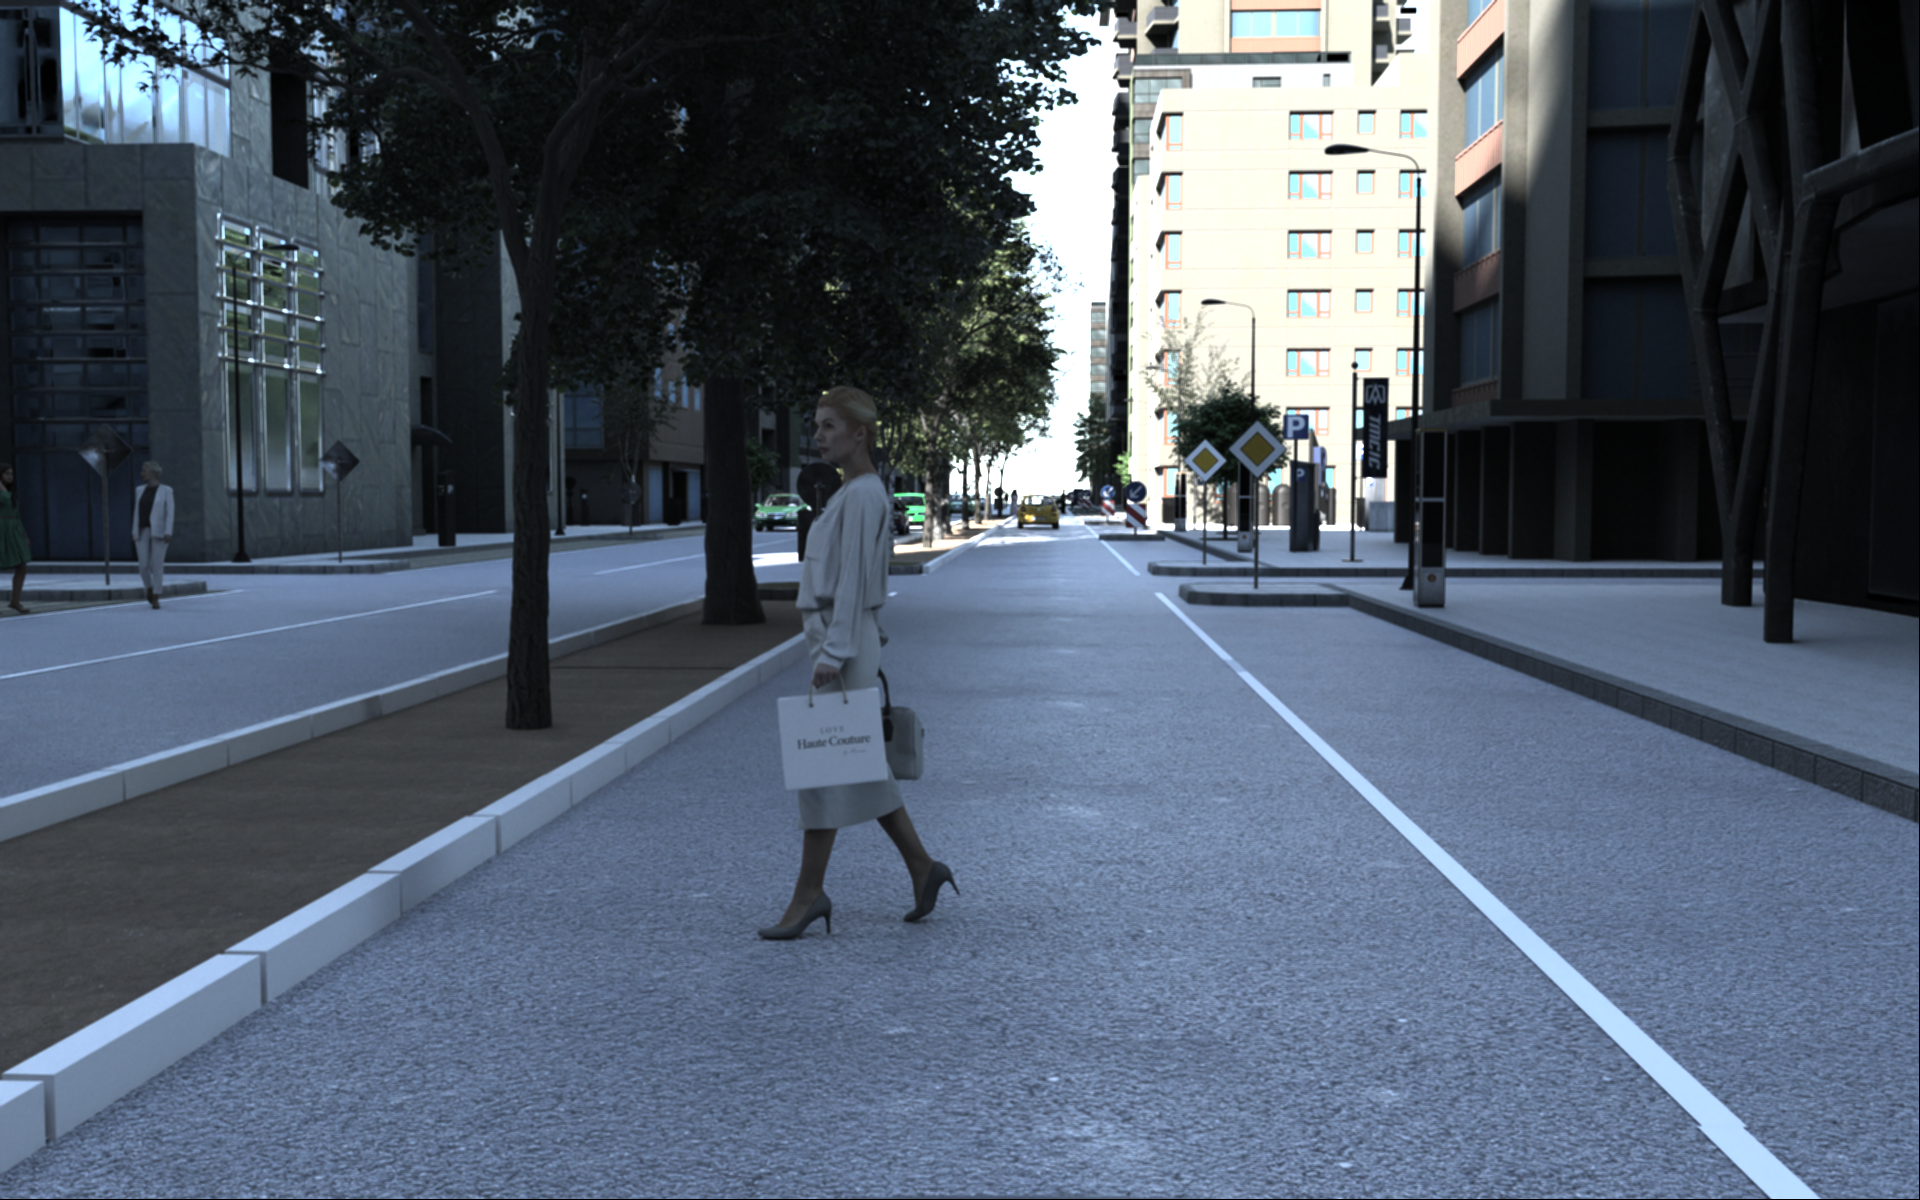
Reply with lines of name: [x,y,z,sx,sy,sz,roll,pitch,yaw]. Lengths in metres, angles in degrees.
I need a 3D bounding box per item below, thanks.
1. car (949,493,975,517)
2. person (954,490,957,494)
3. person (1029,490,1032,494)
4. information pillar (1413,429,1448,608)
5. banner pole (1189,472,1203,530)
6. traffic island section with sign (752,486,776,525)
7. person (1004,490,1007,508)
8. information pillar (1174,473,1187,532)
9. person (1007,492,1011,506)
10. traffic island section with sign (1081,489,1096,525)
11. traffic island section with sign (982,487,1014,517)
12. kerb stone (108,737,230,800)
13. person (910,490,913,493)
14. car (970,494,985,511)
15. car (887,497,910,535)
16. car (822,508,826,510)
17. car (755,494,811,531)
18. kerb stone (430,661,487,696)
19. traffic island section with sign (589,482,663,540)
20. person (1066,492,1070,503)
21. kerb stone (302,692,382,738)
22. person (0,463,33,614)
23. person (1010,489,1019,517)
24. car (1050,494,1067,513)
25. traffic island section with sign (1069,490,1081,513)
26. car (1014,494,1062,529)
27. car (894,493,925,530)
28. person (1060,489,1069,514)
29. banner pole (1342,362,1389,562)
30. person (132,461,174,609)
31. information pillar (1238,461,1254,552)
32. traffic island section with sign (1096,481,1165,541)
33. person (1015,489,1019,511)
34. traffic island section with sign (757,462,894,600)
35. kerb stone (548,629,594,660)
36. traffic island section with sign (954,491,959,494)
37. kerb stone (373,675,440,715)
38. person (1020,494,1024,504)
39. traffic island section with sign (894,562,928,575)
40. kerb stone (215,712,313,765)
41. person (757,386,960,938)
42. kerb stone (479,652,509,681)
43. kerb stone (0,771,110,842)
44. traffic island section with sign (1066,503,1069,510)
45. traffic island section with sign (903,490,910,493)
car: [-0.018,-6.215,110.403,1.959,1.807,4.718,0,4,3]
person: [-0.332,-9.278,160.328,0.705,1.807,1.348,3,5,42]
person: [6.702,-9.626,165.964,0.705,1.814,1.350,-3,5,-44]
information pillar: [5.329,-0.926,19.626,0.304,2.012,0.304,0,4,4]
banner pole: [8.490,-4.388,61.757,0.401,3.779,0.863,-1,4,-20]
traffic island section with sign: [-8.983,-4.458,81.516,1.989,1.847,2.006,0,4,3]
person: [4.528,-10.140,174.309,0.705,1.822,1.348,0,4,-2]
information pillar: [7.538,-3.347,59.212,0.304,2.012,0.304,-2,4,-32]
person: [5.659,-12.112,207.360,0.721,1.723,1.217,3,5,42]
traffic island section with sign: [6.790,-4.431,81.079,1.989,1.847,2.006,0,4,3]
traffic island section with sign: [2.356,-6.018,106.532,2.006,1.907,1.989,0,4,3]
kerb stone: [-3.913,0.835,8.549,0.120,0.150,1.000,0,4,3]
person: [-3.764,-7.890,138.291,0.721,1.735,1.217,-3,4,-37]
car: [1.290,-7.183,129.239,2.131,1.459,4.920,0,4,1]
car: [-2.726,-3.004,61.701,1.945,1.354,3.894,0,4,2]
car: [-5.640,-4.396,81.469,1.945,1.707,3.694,0,4,2]
car: [-6.887,-3.439,68.020,2.131,1.459,4.920,0,4,2]
kerb stone: [-3.691,0.585,12.638,0.120,0.150,1.000,0,4,3]
traffic island section with sign: [-10.424,-2.801,54.426,1.989,1.847,2.006,0,4,3]
person: [15.297,-14.355,243.735,0.617,1.759,0.750,3,5,39]
kerb stone: [-3.803,0.709,10.597,0.120,0.150,1.000,0,4,3]
person: [-11.365,-0.724,20.588,0.529,1.795,0.600,0,4,2]
person: [3.413,-6.117,109.185,0.621,1.740,0.551,3,4,37]
car: [7.112,-7.411,132.974,2.131,1.459,4.920,0,4,4]
traffic island section with sign: [9.426,-7.457,130.542,1.989,1.847,2.006,0,4,3]
car: [3.251,-3.797,72.303,2.015,1.641,3.980,0,4,1]
car: [-2.040,-3.640,68.315,1.959,1.807,4.718,0,4,2]
person: [7.594,-7.196,126.165,0.705,1.823,1.348,-1,4,-22]
banner pole: [7.712,-2.622,32.890,0.863,3.779,0.401,1,4,9]
person: [-10.181,-0.825,21.867,0.514,1.842,0.818,-1,4,-19]
information pillar: [6.297,-2.059,38.157,0.304,2.012,0.304,1,4,19]
traffic island section with sign: [5.341,-2.777,54.038,1.989,1.847,2.006,0,4,3]
person: [4.051,-7.234,126.715,0.705,1.831,1.348,-1,4,-20]
traffic island section with sign: [-2.043,-0.977,24.103,2.006,1.907,1.989,0,4,3]
kerb stone: [-3.540,0.399,15.711,0.120,0.150,1.000,0,4,3]
traffic island section with sign: [-0.435,-14.251,241.638,1.989,1.847,2.006,0,4,3]
kerb stone: [-3.744,0.650,11.618,0.120,0.150,1.000,0,4,3]
person: [8.801,-14.272,245.029,0.628,1.438,0.799,3,5,39]
traffic island section with sign: [-1.639,-1.429,31.499,2.006,1.907,1.989,0,4,3]
kerb stone: [-3.860,0.772,9.569,0.120,0.150,1.000,0,4,3]
person: [-0.326,0.197,5.633,0.624,1.780,0.694,0,4,7]
kerb stone: [-3.638,0.525,13.669,0.120,0.150,1.000,0,4,3]
kerb stone: [-3.963,0.897,7.528,0.120,0.150,1.000,0,4,3]
traffic island section with sign: [10.865,-9.103,157.459,1.989,1.847,2.006,0,4,3]
traffic island section with sign: [-4.875,-9.165,158.480,1.989,1.847,2.006,0,4,3]
